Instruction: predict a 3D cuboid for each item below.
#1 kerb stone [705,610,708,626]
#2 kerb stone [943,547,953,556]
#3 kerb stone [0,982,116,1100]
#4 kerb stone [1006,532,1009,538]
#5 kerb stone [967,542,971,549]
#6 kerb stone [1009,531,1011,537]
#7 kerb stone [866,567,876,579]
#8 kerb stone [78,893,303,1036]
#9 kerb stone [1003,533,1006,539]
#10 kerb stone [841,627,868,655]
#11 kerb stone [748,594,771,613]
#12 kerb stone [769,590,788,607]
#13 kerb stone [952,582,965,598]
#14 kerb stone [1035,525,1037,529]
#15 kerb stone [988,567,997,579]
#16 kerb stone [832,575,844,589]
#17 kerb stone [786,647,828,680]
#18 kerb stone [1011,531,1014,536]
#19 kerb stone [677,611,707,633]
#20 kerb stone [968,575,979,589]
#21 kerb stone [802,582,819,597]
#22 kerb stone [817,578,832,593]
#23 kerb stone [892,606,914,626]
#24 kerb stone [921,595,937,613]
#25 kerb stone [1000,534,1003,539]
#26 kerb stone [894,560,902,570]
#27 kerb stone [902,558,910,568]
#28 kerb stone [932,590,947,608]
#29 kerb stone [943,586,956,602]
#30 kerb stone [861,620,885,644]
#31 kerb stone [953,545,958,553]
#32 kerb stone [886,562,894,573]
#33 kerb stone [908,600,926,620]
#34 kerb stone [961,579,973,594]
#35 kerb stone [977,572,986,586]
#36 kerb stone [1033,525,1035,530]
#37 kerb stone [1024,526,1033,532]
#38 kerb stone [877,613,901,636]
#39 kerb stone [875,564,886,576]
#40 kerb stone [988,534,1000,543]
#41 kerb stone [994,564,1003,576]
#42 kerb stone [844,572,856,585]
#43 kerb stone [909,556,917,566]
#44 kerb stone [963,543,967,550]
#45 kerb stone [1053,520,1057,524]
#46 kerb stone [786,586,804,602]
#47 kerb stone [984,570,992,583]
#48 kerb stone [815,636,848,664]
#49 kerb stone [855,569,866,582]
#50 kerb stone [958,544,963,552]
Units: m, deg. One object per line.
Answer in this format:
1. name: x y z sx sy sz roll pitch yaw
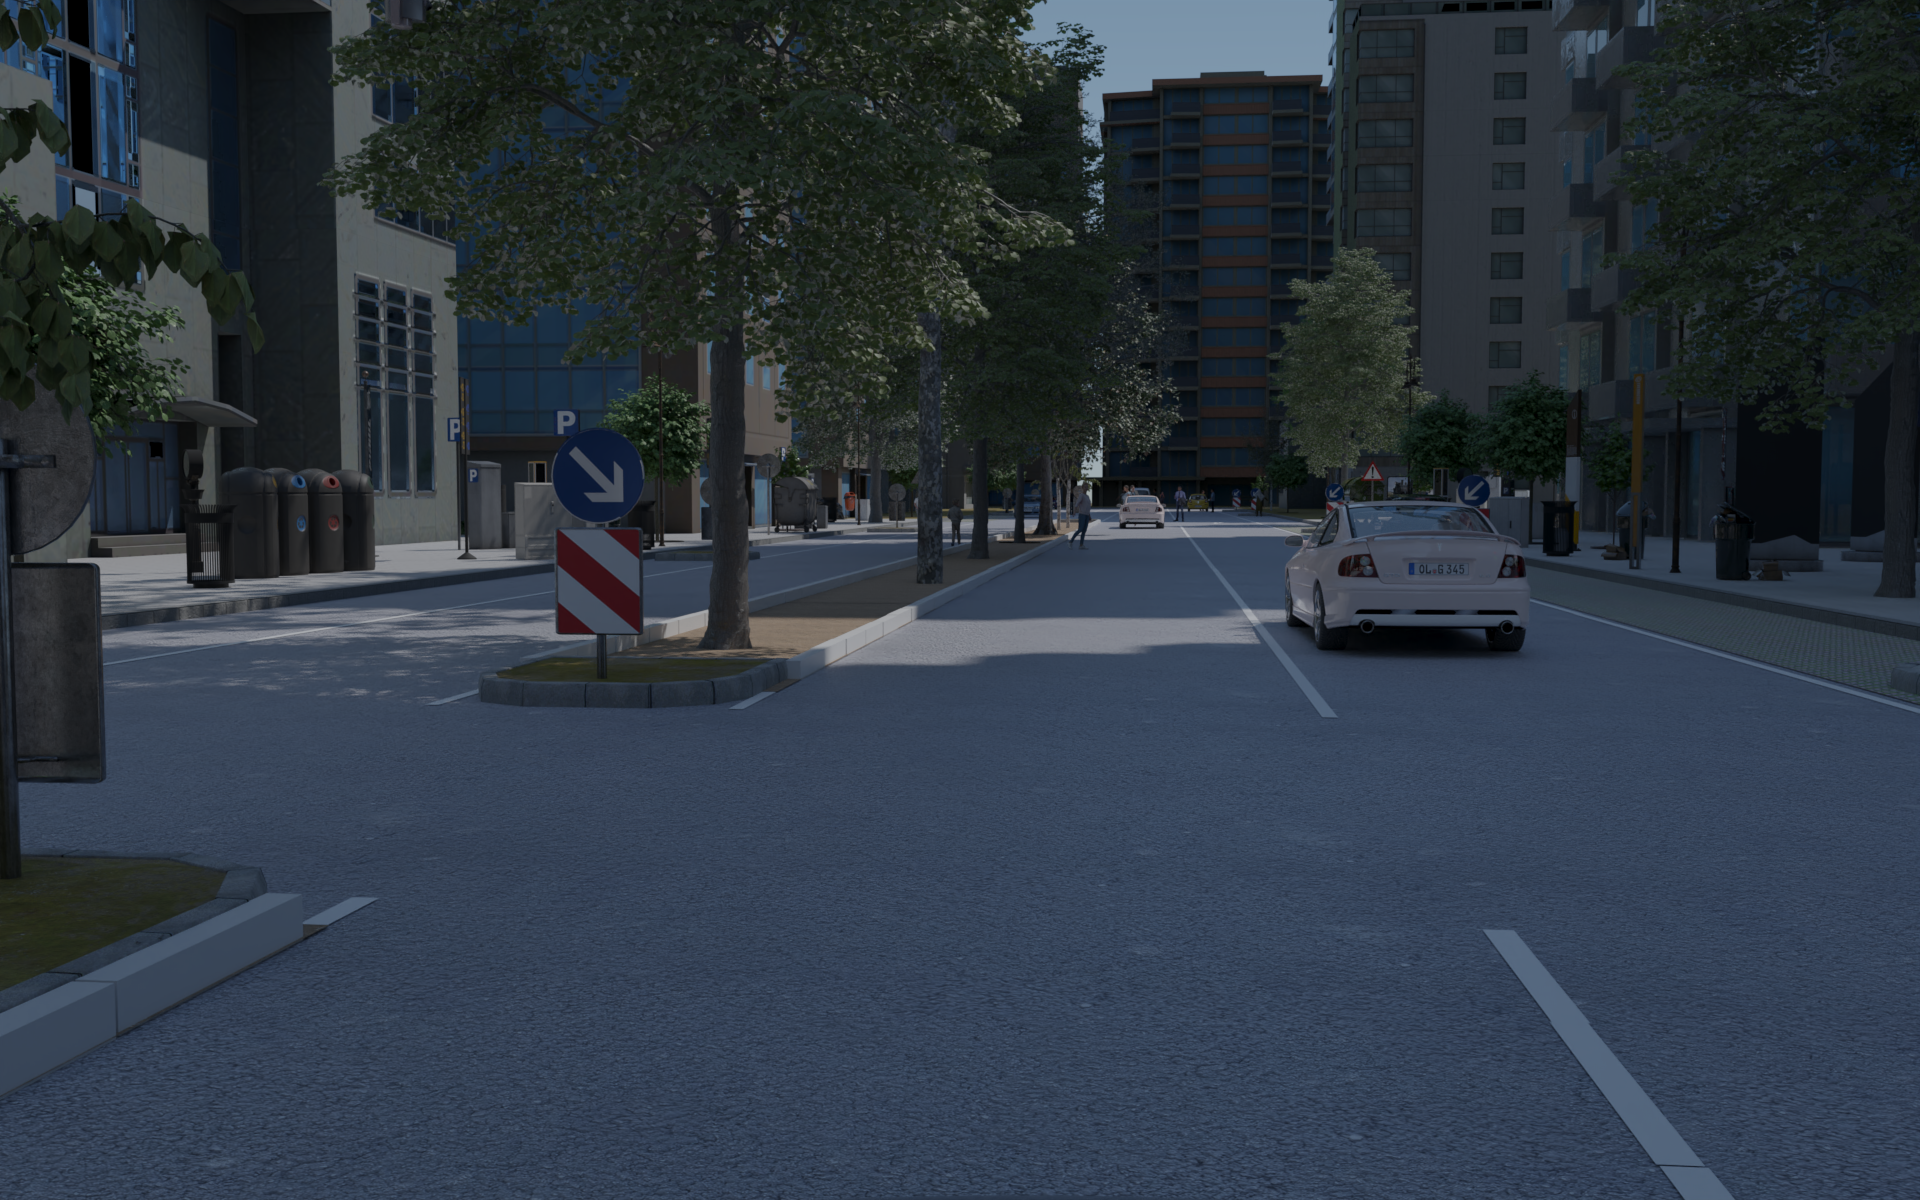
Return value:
1. kerb stone: -2.744 0.186 19.152 0.120 0.150 1.000 0 4 6
2. kerb stone: -0.341 -1.120 40.540 0.120 0.150 1.000 0 4 6
3. kerb stone: -2.333 1.109 4.058 0.120 0.150 1.000 0 4 6
4. kerb stone: 1.386 -2.050 55.836 0.120 0.150 1.000 0 4 6
5. kerb stone: 0.114 -1.371 44.604 0.120 0.150 1.000 0 4 6
6. kerb stone: 1.505 -2.120 56.851 0.120 0.150 1.000 0 4 6
7. kerb stone: -1.601 -0.436 29.331 0.120 0.150 1.000 0 4 6
8. kerb stone: -2.227 1.049 5.075 0.120 0.150 1.000 0 4 6
9. kerb stone: 1.274 -1.995 54.809 0.120 0.150 1.000 0 4 6
10. kerb stone: -1.007 0.389 15.864 0.120 0.150 1.000 0 4 6
11. kerb stone: -2.520 0.063 21.197 0.120 0.150 1.000 0 4 6
12. kerb stone: -2.408 -0.001 22.214 0.120 0.150 1.000 0 4 6
13. kerb stone: -0.087 -0.109 24.011 0.120 0.150 1.000 0 4 6
14. kerb stone: 2.878 -2.867 69.078 0.120 0.150 1.000 0 4 6
15. kerb stone: 0.478 -0.413 29.091 0.120 0.150 1.000 0 4 6
16. kerb stone: -1.949 -0.250 26.277 0.120 0.150 1.000 0 4 6
17. kerb stone: -1.230 0.512 13.831 0.120 0.150 1.000 0 4 6
18. kerb stone: 1.610 -2.179 57.868 0.120 0.150 1.000 0 4 6
19. kerb stone: -2.862 0.248 18.134 0.120 0.150 1.000 0 4 6
20. kerb stone: 0.145 -0.232 26.042 0.120 0.150 1.000 0 4 6
21. kerb stone: -2.168 -0.125 24.244 0.120 0.150 1.000 0 4 6
22. kerb stone: -2.059 -0.187 25.260 0.120 0.150 1.000 0 4 6
23. kerb stone: -0.664 0.201 18.932 0.120 0.150 1.000 0 4 6
24. kerb stone: -0.432 0.075 20.963 0.120 0.150 1.000 0 4 6
25. kerb stone: 1.154 -1.933 53.793 0.120 0.150 1.000 0 4 6
26. kerb stone: -1.263 -0.620 32.398 0.120 0.150 1.000 0 4 6
27. kerb stone: -1.136 -0.686 33.417 0.120 0.150 1.000 0 4 6
28. kerb stone: -0.313 0.013 21.978 0.120 0.150 1.000 0 4 6
29. kerb stone: -0.205 -0.049 22.995 0.120 0.150 1.000 0 4 6
30. kerb stone: -0.892 0.327 16.881 0.120 0.150 1.000 0 4 6
31. kerb stone: -0.223 -1.184 41.556 0.120 0.150 1.000 0 4 6
32. kerb stone: -1.368 -0.561 31.369 0.120 0.150 1.000 0 4 6
33. kerb stone: -0.541 0.138 19.947 0.120 0.150 1.000 0 4 6
34. kerb stone: 0.036 -0.173 25.025 0.120 0.150 1.000 0 4 6
35. kerb stone: 0.255 -0.297 27.058 0.120 0.150 1.000 0 4 6
36. kerb stone: 2.769 -2.805 68.059 0.120 0.150 1.000 0 4 6
37. kerb stone: 2.648 -2.743 67.042 0.120 0.150 1.000 0 4 6
38. kerb stone: -0.771 0.266 17.907 0.120 0.150 1.000 0 4 6
39. kerb stone: -1.484 -0.496 30.347 0.120 0.150 1.000 0 4 6
40. kerb stone: 1.040 -1.870 52.777 0.120 0.150 1.000 0 4 6
41. kerb stone: 0.591 -0.484 30.106 0.120 0.150 1.000 0 4 6
42. kerb stone: -1.828 -0.312 27.294 0.120 0.150 1.000 0 4 6
43. kerb stone: -1.026 -0.747 34.434 0.120 0.150 1.000 0 4 6
44. kerb stone: 0.004 -1.308 43.587 0.120 0.150 1.000 0 4 6
45. kerb stone: 4.825 -3.924 86.378 0.120 0.150 1.000 0 4 6
46. kerb stone: -2.286 -0.063 23.228 0.120 0.150 1.000 0 4 6
47. kerb stone: 0.372 -0.355 28.074 0.120 0.150 1.000 0 4 6
48. kerb stone: -1.128 0.449 14.849 0.120 0.150 1.000 0 4 6
49. kerb stone: -1.715 -0.374 28.315 0.120 0.150 1.000 0 4 6
50. kerb stone: -0.108 -1.244 42.571 0.120 0.150 1.000 0 4 6
